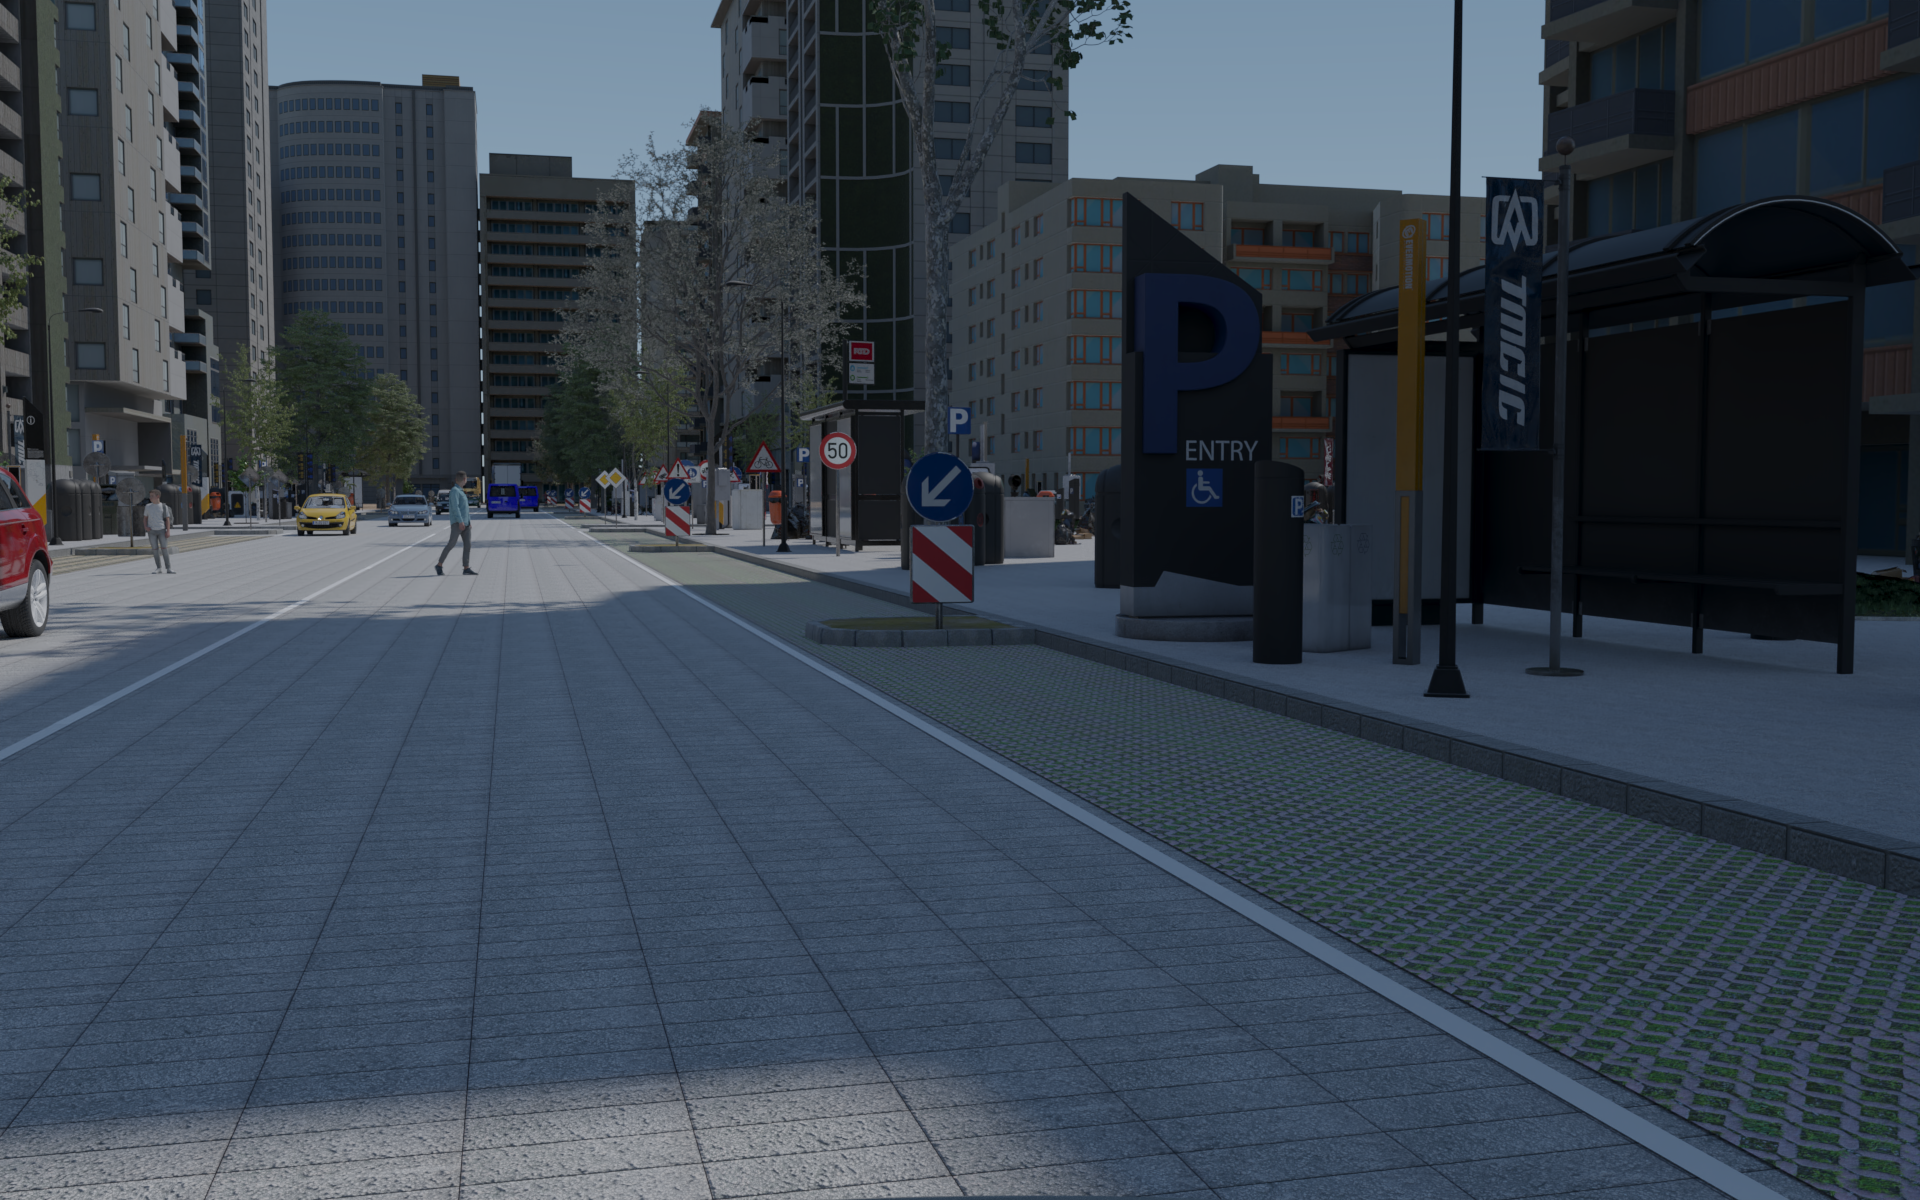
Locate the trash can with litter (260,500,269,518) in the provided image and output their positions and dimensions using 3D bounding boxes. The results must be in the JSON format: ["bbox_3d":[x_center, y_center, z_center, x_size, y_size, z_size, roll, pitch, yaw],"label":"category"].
[{"bbox_3d":[-37.949,-5.116,95.026,1.055,1.170,0.624,-2,4,-34],"label":"trash can with litter"}]

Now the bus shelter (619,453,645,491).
[{"bbox_3d":[-26.365,-9.815,138.107,2.179,5.291,8.768,-1,4,-14],"label":"bus shelter"}]

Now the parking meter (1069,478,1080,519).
[{"bbox_3d":[4.254,-3.601,64.591,0.255,1.863,0.399,-2,4,-33],"label":"parking meter"}]

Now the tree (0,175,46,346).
[{"bbox_3d":[-20.976,-5.210,35.541,4.737,8.622,4.395,0,3,0],"label":"tree"}]

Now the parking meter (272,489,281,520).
[{"bbox_3d":[-34.056,-4.763,86.288,0.372,1.533,0.369,0,3,0],"label":"parking meter"}]

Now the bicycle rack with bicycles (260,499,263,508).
[{"bbox_3d":[-47.863,-6.626,121.713,2.852,0.926,2.925,0,4,-3],"label":"bicycle rack with bicycles"}]

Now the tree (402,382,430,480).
[{"bbox_3d":[-53.168,-14.915,161.988,7.486,12.596,7.792,0,3,0],"label":"tree"}]

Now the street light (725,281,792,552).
[{"bbox_3d":[-4.427,-4.006,38.039,1.470,5.913,1.316,-1,4,-14],"label":"street light"}]

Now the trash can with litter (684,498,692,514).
[{"bbox_3d":[-18.527,-6.518,117.627,1.678,1.210,2.233,-2,4,-30],"label":"trash can with litter"}]

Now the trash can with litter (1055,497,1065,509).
[{"bbox_3d":[5.558,-4.957,92.430,1.055,1.170,0.624,-1,4,-11],"label":"trash can with litter"}]

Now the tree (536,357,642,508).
[{"bbox_3d":[-32.733,-15.185,154.935,9.857,13.997,8.962,0,3,0],"label":"tree"}]

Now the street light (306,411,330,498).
[{"bbox_3d":[-36.061,-7.626,97.227,1.470,5.913,1.316,-1,4,-14],"label":"street light"}]

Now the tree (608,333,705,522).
[{"bbox_3d":[-13.769,-7.844,78.618,4.737,8.622,4.395,0,3,0],"label":"tree"}]

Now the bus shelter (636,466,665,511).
[{"bbox_3d":[-22.618,-8.150,127.171,2.014,3.302,5.546,-1,4,-15],"label":"bus shelter"}]

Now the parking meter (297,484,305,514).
[{"bbox_3d":[-36.511,-5.528,96.087,0.255,1.863,0.399,3,4,38],"label":"parking meter"}]

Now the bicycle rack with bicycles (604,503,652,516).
[{"bbox_3d":[-19.776,-5.533,103.844,2.925,0.926,2.852,0,4,-6],"label":"bicycle rack with bicycles"}]

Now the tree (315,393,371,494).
[{"bbox_3d":[-43.642,-10.394,120.303,4.737,8.622,4.395,0,3,0],"label":"tree"}]

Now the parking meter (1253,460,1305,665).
[{"bbox_3d":[2.421,-0.291,13.162,0.372,1.533,0.369,0,3,0],"label":"parking meter"}]

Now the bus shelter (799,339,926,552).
[{"bbox_3d":[-2.627,-3.982,42.735,2.179,5.291,8.768,-1,4,-14],"label":"bus shelter"}]

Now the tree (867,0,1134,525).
[{"bbox_3d":[0.920,-10.406,26.019,12.611,20.169,13.585,0,3,0],"label":"tree"}]

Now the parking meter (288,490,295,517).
[{"bbox_3d":[-37.749,-5.468,97.819,0.372,1.533,0.369,0,3,0],"label":"parking meter"}]

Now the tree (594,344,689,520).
[{"bbox_3d":[-15.572,-8.188,84.237,4.360,8.622,3.978,0,3,0],"label":"tree"}]

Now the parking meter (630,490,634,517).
[{"bbox_3d":[-18.510,-5.482,98.040,0.372,1.533,0.369,0,3,0],"label":"parking meter"}]

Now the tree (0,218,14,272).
[{"bbox_3d":[-18.965,-5.625,26.374,8.767,10.594,7.601,-1,4,-18],"label":"tree"}]

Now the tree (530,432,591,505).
[{"bbox_3d":[-46.262,-17.679,206.054,9.611,12.733,9.660,0,3,0],"label":"tree"}]

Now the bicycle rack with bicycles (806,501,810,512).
[{"bbox_3d":[-7.246,-5.012,95.329,2.852,0.926,2.925,-3,5,-43],"label":"bicycle rack with bicycles"}]

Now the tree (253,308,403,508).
[{"bbox_3d":[-39.049,-11.485,105.909,7.486,12.596,7.792,0,3,0],"label":"tree"}]

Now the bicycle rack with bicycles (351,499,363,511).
[{"bbox_3d":[-46.920,-7.240,131.760,2.852,0.926,2.925,1,4,10],"label":"bicycle rack with bicycles"}]

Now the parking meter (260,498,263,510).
[{"bbox_3d":[-55.618,-8.082,137.846,0.399,1.863,0.255,1,4,10],"label":"parking meter"}]

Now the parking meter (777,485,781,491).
[{"bbox_3d":[-11.841,-6.617,113.903,0.399,1.863,0.255,2,4,32],"label":"parking meter"}]

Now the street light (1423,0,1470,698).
[{"bbox_3d":[2.575,-2.336,10.728,1.470,5.913,1.316,-1,4,-14],"label":"street light"}]

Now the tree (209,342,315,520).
[{"bbox_3d":[-34.113,-8.171,83.956,4.737,8.622,4.395,0,3,0],"label":"tree"}]

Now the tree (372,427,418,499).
[{"bbox_3d":[-57.163,-13.604,172.788,4.737,8.622,4.395,0,3,0],"label":"tree"}]

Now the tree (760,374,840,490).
[{"bbox_3d":[-8.542,-9.312,102.607,4.737,8.622,4.395,0,3,0],"label":"tree"}]

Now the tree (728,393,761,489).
[{"bbox_3d":[-14.163,-10.455,121.304,4.737,8.622,4.395,0,3,0],"label":"tree"}]

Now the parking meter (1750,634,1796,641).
[{"bbox_3d":[7.201,-0.421,15.288,0.372,1.533,0.369,0,3,0],"label":"parking meter"}]

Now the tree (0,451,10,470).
[{"bbox_3d":[-45.483,-5.387,82.671,1.663,3.219,1.824,0,3,0],"label":"tree"}]

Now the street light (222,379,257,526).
[{"bbox_3d":[-29.079,-5.957,69.933,1.470,5.913,1.316,-1,4,-14],"label":"street light"}]

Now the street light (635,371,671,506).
[{"bbox_3d":[-11.579,-5.689,65.557,1.470,5.913,1.316,-1,4,-14],"label":"street light"}]

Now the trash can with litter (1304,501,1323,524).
[{"bbox_3d":[5.459,-1.049,28.540,1.055,1.170,0.624,1,4,15],"label":"trash can with litter"}]

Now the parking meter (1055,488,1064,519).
[{"bbox_3d":[3.893,-3.626,67.703,0.372,1.533,0.369,0,3,0],"label":"parking meter"}]

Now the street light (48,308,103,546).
[{"bbox_3d":[-22.086,-4.326,43.265,1.470,5.913,1.316,-1,4,-14],"label":"street light"}]

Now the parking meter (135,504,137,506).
[{"bbox_3d":[-29.368,-3.238,61.344,0.372,1.533,0.369,0,3,0],"label":"parking meter"}]

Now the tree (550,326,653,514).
[{"bbox_3d":[-23.206,-11.968,113.807,7.486,12.596,7.792,0,3,0],"label":"tree"}]

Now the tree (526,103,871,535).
[{"bbox_3d":[-7.716,-8.785,54.004,12.009,13.543,11.850,0,3,0],"label":"tree"}]

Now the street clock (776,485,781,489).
[{"bbox_3d":[-14.156,-8.015,135.607,0.358,2.002,0.471,2,4,31],"label":"street clock"}]

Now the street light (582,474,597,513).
[{"bbox_3d":[-25.450,-8.966,119.142,1.470,5.913,1.316,-1,4,-14],"label":"street light"}]

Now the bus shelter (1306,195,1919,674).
[{"bbox_3d":[5.019,-1.255,14.445,2.014,3.302,5.546,-1,4,-14],"label":"bus shelter"}]

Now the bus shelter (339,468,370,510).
[{"bbox_3d":[-48.556,-8.874,139.011,2.014,3.302,5.546,-1,4,-15],"label":"bus shelter"}]

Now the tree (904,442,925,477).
[{"bbox_3d":[-1.208,-4.186,63.040,1.663,3.219,1.824,0,3,0],"label":"tree"}]

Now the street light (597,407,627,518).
[{"bbox_3d":[-18.488,-7.330,92.392,1.470,5.913,1.316,-1,4,-14],"label":"street light"}]

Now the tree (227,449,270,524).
[{"bbox_3d":[-30.950,-4.906,74.814,1.663,3.219,1.824,0,3,0],"label":"tree"}]

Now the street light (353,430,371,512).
[{"bbox_3d":[-43.103,-9.307,124.716,1.470,5.913,1.316,-1,4,-14],"label":"street light"}]

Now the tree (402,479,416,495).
[{"bbox_3d":[-62.968,-12.370,196.848,1.663,3.219,1.824,0,3,0],"label":"tree"}]
